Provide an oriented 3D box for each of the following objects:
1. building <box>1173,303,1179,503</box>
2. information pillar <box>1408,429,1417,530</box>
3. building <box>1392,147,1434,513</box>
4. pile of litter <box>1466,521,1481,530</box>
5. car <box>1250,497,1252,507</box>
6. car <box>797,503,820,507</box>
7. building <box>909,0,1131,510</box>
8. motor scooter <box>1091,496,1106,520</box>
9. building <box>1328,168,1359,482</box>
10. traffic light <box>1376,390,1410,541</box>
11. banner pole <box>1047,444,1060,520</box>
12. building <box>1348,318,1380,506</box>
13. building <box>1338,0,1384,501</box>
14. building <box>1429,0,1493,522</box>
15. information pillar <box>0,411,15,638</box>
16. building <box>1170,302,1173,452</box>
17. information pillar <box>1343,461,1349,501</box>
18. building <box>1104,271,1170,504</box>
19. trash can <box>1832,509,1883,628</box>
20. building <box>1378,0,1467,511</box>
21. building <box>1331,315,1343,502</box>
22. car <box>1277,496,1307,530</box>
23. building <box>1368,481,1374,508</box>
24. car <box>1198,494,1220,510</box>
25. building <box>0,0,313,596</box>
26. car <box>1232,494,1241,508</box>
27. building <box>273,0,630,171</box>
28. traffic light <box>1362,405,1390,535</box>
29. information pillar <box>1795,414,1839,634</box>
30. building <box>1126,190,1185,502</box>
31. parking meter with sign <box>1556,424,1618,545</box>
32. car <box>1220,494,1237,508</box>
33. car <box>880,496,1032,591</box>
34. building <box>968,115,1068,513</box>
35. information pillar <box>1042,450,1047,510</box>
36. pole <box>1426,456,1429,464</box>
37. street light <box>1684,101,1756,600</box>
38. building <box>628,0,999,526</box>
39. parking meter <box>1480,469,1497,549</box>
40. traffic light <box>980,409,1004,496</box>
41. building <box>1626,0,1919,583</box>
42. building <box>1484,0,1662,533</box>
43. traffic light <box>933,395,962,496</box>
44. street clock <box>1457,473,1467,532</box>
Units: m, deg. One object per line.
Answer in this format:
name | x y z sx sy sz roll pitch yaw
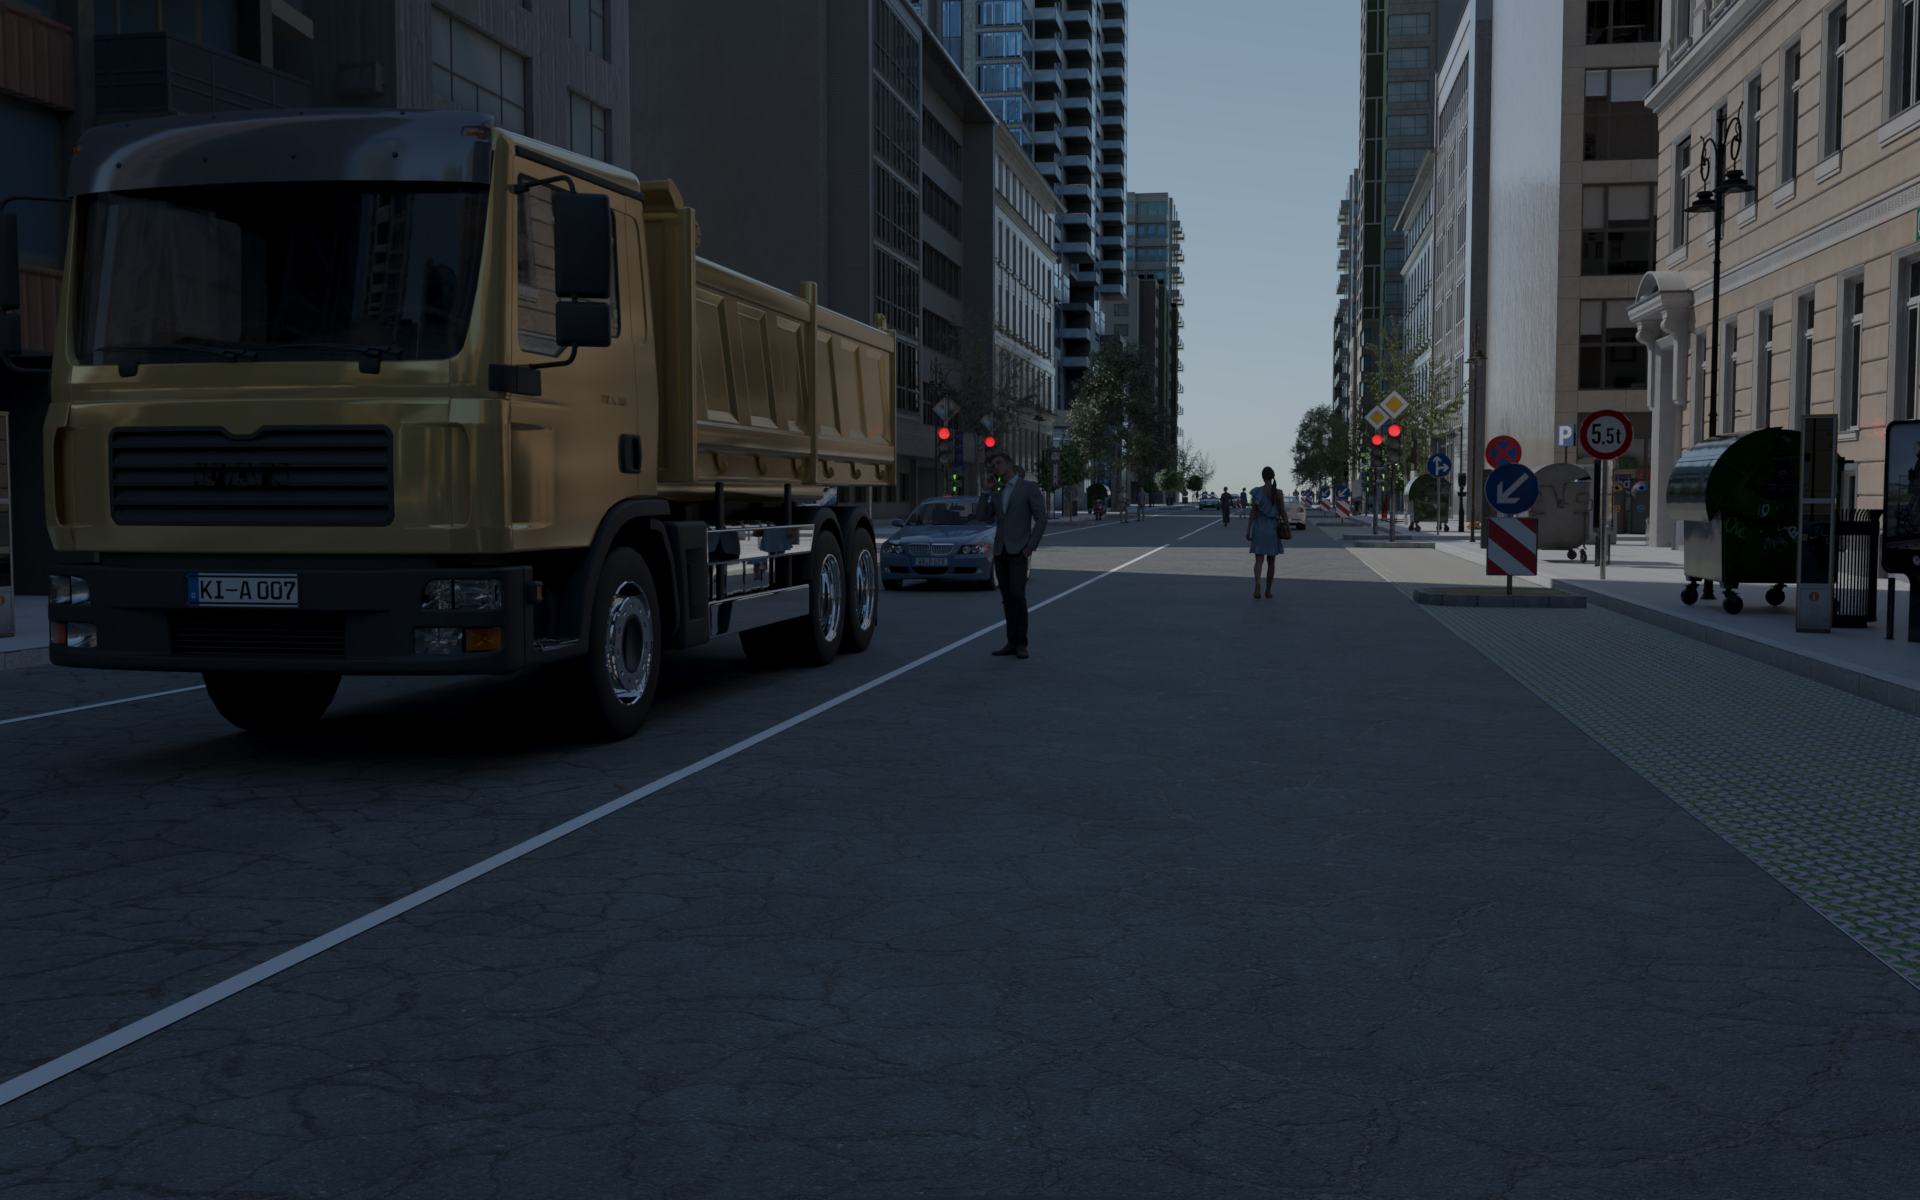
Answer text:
building | 24.373 -29.415 252.627 14.160 30.474 14.107 1 4 10
information pillar | 16.166 -4.305 61.740 0.183 3.616 0.504 0 4 -1
building | 36.877 -16.992 111.107 16.112 22.955 30.059 1 4 10
pile of litter | 18.749 -2.966 62.467 1.719 0.858 1.176 -3 5 -41
car | 34.398 -11.674 199.658 1.959 1.807 4.718 1 4 12
car | -2.478 -0.502 20.785 1.945 1.354 3.894 1 4 10
building | 7.015 -52.939 178.216 22.319 86.520 31.000 1 4 10
motor scooter | 7.599 -5.010 94.698 0.815 1.314 1.986 1 4 11
building | 66.398 -38.728 252.806 23.786 49.044 30.456 1 4 10
traffic light | 11.688 -3.540 46.802 0.839 4.253 0.868 1 4 10
banner pole | 4.878 -6.170 90.902 0.401 3.779 0.863 1 4 21
building | 55.735 -20.649 182.656 27.650 21.520 28.899 1 4 10
building | 60.825 -48.256 227.238 20.563 71.187 20.611 1 4 10
building | 30.731 -16.438 86.782 12.078 24.808 19.932 1 4 10
information pillar | -8.672 -0.668 15.409 0.304 2.012 0.304 1 4 17
building | 21.415 -28.572 238.852 14.160 30.474 14.107 1 4 10
information pillar | 27.386 -8.050 122.967 0.504 3.616 0.183 -2 4 -33
building | 19.315 -27.720 224.921 14.160 30.474 14.107 1 4 10
trash can | 8.546 -0.313 16.765 0.748 1.137 0.748 0 3 0
building | 40.787 -27.830 138.620 14.154 41.232 14.086 1 4 10
building | 66.524 -30.870 276.420 14.160 30.474 14.107 1 4 10
car | 13.101 -3.562 70.599 2.083 1.381 4.827 1 4 9
building | 53.812 -28.362 155.606 32.217 40.220 23.993 1 4 10
car | 22.395 -8.782 155.388 2.131 1.459 4.920 1 4 9
building | -21.025 -22.227 18.040 22.147 44.769 28.867 1 4 10
car | 29.011 -10.747 184.750 2.155 1.783 4.494 1 4 12
building | -15.209 -21.606 36.860 14.086 41.232 14.154 1 4 10
traffic light | 13.116 -4.021 54.659 0.839 4.253 0.868 1 4 10
information pillar | 7.941 -0.707 16.051 0.304 2.012 0.304 2 4 28
building | 24.054 -40.082 274.940 23.786 49.044 30.456 1 4 10
parking meter with sign | 15.930 -2.914 43.904 1.738 3.016 0.543 -2 4 -29
car | 27.281 -10.070 176.645 2.014 1.417 4.499 1 4 10
car | 0.021 -0.939 27.362 2.014 1.417 4.499 1 4 12
building | -3.248 -16.662 105.715 16.112 22.955 30.059 1 4 10
information pillar | 4.400 -6.135 91.664 0.183 3.616 0.504 0 4 6
pole | 24.455 -5.929 90.782 0.158 3.312 0.155 0 3 0
street light | 9.118 -2.944 20.926 0.468 5.910 1.993 1 4 10
building | -7.615 -15.700 75.756 14.314 24.678 30.058 1 4 10
parking meter | 12.443 -2.142 40.726 0.255 1.863 0.399 3 5 43
traffic light | 1.049 -4.153 56.828 0.839 4.253 0.868 1 4 10
building | 21.281 -15.001 31.178 13.634 28.700 20.117 1 4 10
building | 37.952 -15.788 62.643 34.151 26.468 19.350 1 4 10
traffic light | -0.379 -3.673 48.971 0.839 4.253 0.868 1 4 10
street clock | 16.961 -3.301 58.544 0.358 2.002 0.471 1 4 9
